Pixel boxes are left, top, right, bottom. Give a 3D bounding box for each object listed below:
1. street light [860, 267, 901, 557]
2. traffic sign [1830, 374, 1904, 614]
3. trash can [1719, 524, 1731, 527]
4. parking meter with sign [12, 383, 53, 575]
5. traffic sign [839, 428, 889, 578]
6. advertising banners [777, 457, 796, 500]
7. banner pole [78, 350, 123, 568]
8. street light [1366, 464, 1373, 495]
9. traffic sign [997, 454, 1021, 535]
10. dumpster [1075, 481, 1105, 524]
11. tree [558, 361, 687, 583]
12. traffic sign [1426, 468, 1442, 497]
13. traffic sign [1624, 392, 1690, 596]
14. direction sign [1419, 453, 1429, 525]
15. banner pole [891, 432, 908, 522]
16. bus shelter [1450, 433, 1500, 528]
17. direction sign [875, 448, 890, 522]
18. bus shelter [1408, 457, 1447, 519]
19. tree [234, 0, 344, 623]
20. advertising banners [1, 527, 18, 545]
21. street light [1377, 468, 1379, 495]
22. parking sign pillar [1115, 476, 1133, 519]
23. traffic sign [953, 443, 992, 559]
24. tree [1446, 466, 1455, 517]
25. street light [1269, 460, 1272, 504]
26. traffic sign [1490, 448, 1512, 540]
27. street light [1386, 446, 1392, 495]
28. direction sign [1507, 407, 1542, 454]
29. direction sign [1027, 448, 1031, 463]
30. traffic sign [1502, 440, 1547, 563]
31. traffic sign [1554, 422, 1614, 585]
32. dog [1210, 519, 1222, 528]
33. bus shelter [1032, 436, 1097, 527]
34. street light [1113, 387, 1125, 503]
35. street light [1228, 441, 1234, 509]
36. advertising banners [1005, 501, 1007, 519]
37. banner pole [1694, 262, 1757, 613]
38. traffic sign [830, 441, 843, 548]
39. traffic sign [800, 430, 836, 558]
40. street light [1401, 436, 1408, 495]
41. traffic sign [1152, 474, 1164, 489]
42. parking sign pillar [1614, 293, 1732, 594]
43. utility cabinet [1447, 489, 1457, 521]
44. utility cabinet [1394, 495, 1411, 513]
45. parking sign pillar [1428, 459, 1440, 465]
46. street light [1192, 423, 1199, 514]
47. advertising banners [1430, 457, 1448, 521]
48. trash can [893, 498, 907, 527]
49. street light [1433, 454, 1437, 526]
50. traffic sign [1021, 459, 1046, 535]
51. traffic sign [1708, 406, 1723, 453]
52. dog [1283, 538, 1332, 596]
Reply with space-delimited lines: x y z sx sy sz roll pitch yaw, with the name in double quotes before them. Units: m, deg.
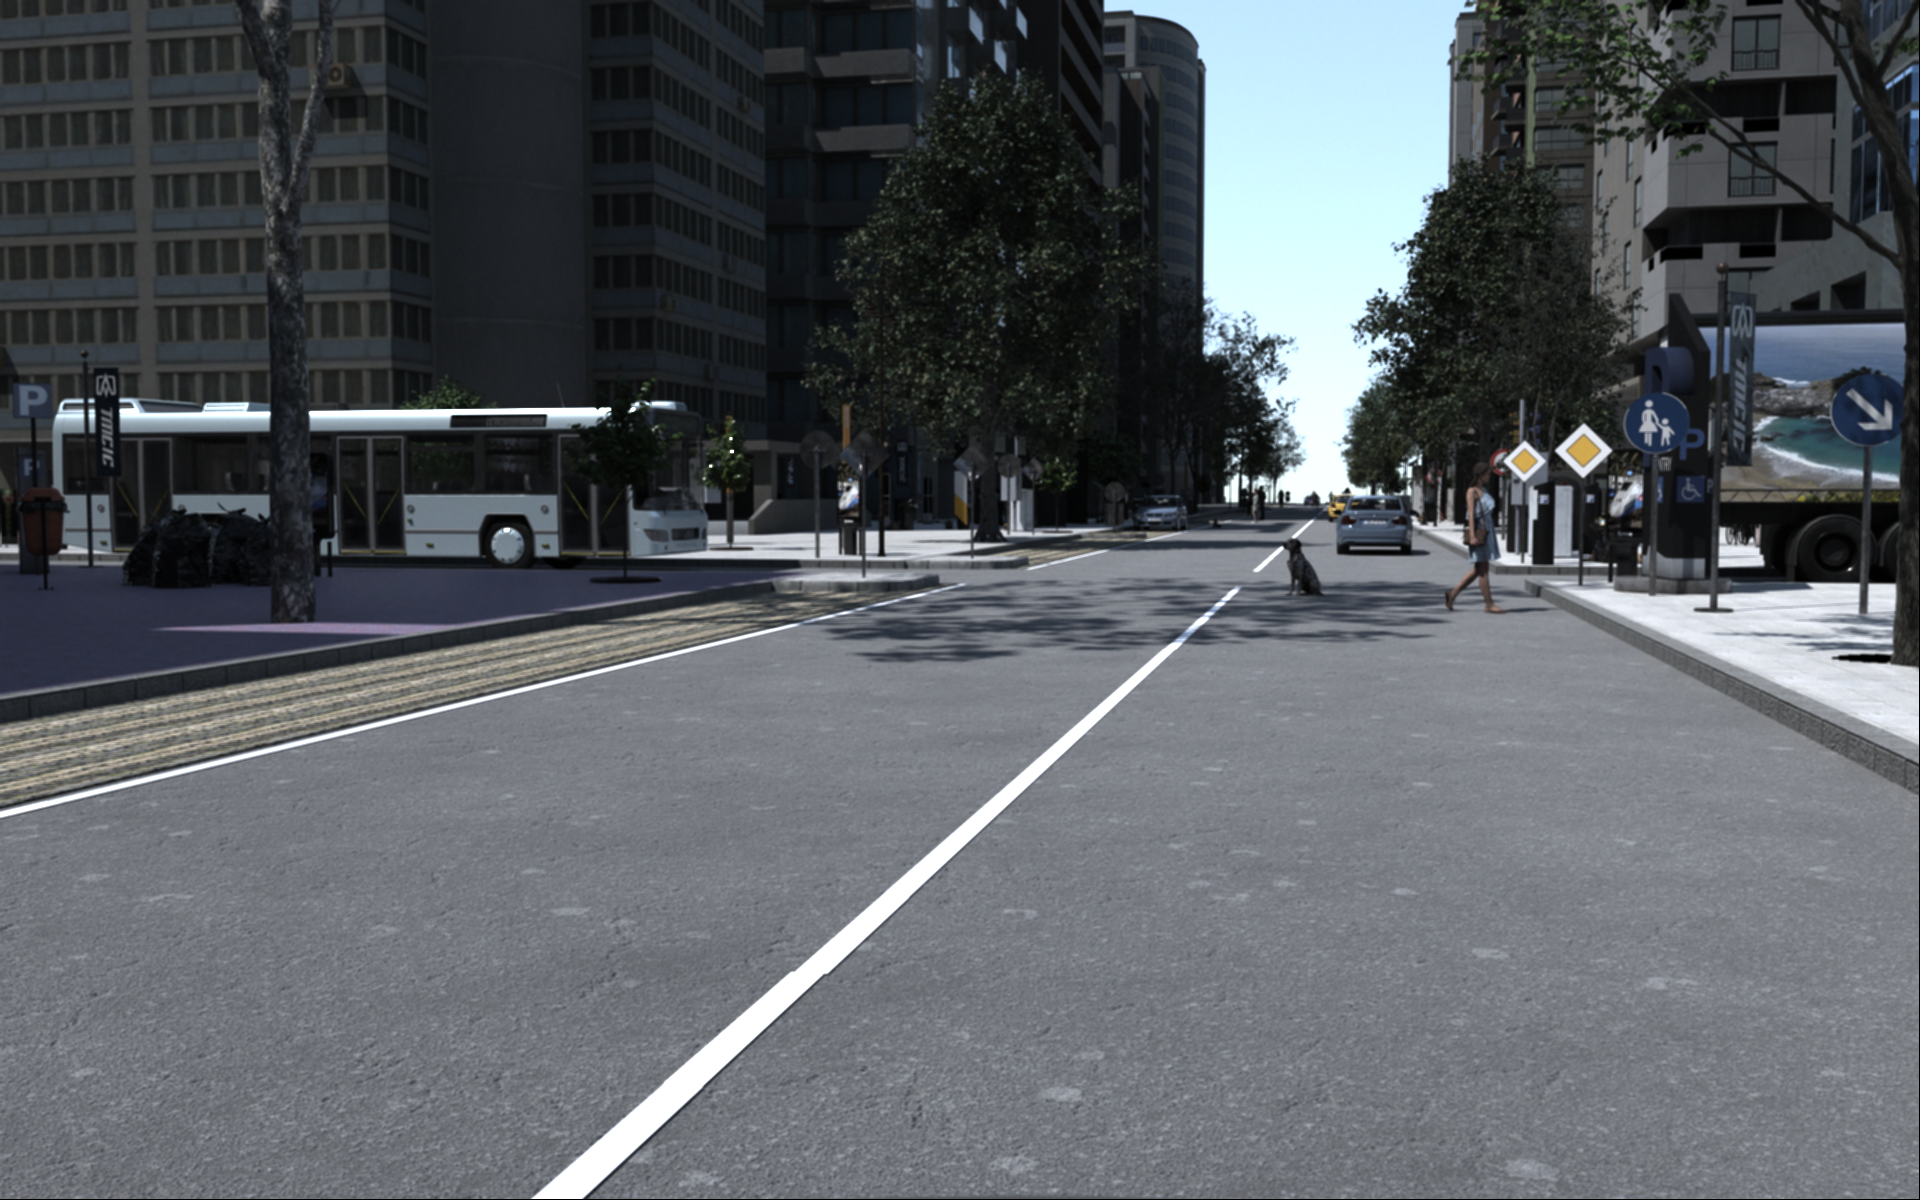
"street light" -1.607 -3.828 35.380 0.468 5.910 1.993 1 4 12
"traffic sign" 9.654 -1.121 18.434 0.768 2.556 0.104 1 4 21
"trash can" 29.613 -3.379 66.903 0.748 1.137 0.748 0 3 0
"parking meter with sign" -15.005 -1.943 28.022 0.543 3.016 1.738 -2 4 -30
"traffic sign" -1.473 -1.401 26.550 0.795 2.450 0.064 1 4 12
"advertising banners" -8.320 -5.032 78.454 2.074 3.025 0.090 -2 4 -35
"banner pole" -15.022 -2.461 30.249 0.863 3.779 0.401 0 4 8
"street light" 53.247 -15.381 224.260 0.468 5.910 1.993 1 4 12
"traffic sign" 1.529 -3.326 54.493 0.768 2.556 0.104 1 4 17
"dumpster" 5.630 -4.279 75.712 1.264 1.857 1.865 1 4 12
"tree" -4.962 -1.885 25.417 1.663 3.219 1.824 0 3 0
"traffic sign" 22.672 -5.065 82.917 0.768 2.556 0.104 1 4 16
"traffic sign" 8.732 -1.325 21.768 0.768 2.556 0.104 1 4 20
"direction sign" 19.281 -4.884 71.854 0.379 3.537 0.876 2 4 26
"banner pole" -2.470 -4.858 69.446 0.863 3.779 0.401 0 4 -4
"bus shelter" 20.375 -4.740 68.775 1.731 3.624 6.357 1 4 13
"direction sign" -3.584 -5.369 79.773 0.876 3.537 0.379 -3 5 -43
"bus shelter" 24.693 -5.950 91.211 2.014 3.302 5.546 1 4 12
"tree" -7.891 -9.787 15.908 12.611 20.169 13.585 0 3 0
"advertising banners" -24.839 -2.919 43.912 2.074 3.025 0.090 0 4 2
"street light" 43.398 -12.661 179.789 0.468 5.910 1.993 1 4 12
"parking sign pillar" 8.501 -6.214 90.064 1.447 3.967 1.447 2 4 29
"traffic sign" 0.246 -1.878 34.348 0.795 2.450 0.064 1 4 12
"tree" 26.805 -6.251 96.807 1.663 3.219 1.824 0 3 0
"street light" 40.737 -15.567 227.304 0.468 5.910 1.993 1 4 12
"traffic sign" 15.155 -2.945 48.257 0.768 2.556 0.104 1 4 17
"street light" 35.505 -10.433 143.373 0.468 5.910 1.993 1 4 12
"direction sign" 14.712 -3.255 45.217 0.876 3.537 0.379 3 4 37
"direction sign" 3.332 -5.068 74.864 0.876 3.537 0.379 1 4 15
"traffic sign" 10.442 -1.740 32.089 0.795 2.450 0.064 1 4 12
"traffic sign" 8.723 -1.263 24.290 0.795 2.450 0.064 1 4 12
"dog" 10.766 -3.230 73.000 0.550 0.427 0.748 1 4 19
"bus shelter" 4.262 -4.828 70.224 1.731 3.624 6.357 1 4 12
"street light" 6.539 -6.068 71.994 0.468 5.910 1.993 1 4 12
"street light" 22.913 -10.639 146.737 0.468 5.910 1.993 1 4 12
"advertising banners" 2.702 -5.669 88.873 0.090 3.025 2.074 -1 4 -19
"banner pole" 8.428 -1.769 18.936 0.863 3.779 0.401 -2 4 -33
"traffic sign" -2.786 -2.528 41.438 0.768 2.556 0.104 1 4 17
"traffic sign" -2.860 -2.116 34.706 0.768 2.556 0.104 1 4 15
"street light" 27.460 -8.208 106.990 0.468 5.910 1.993 1 4 12
"traffic sign" 12.372 -6.610 108.180 0.768 2.556 0.104 1 4 19
"parking sign pillar" 9.389 -2.095 22.719 1.447 3.967 1.447 0 4 5
"utility cabinet" 24.445 -4.647 84.658 0.318 1.500 1.173 -1 4 -21
"utility cabinet" 26.510 -5.662 103.734 1.020 1.237 0.306 -2 4 -23
"parking sign pillar" 27.874 -6.958 102.240 1.447 3.967 1.447 0 4 -5
"street light" 14.964 -8.413 110.334 0.468 5.910 1.993 1 4 12
"advertising banners" 22.794 -5.244 81.928 2.074 3.025 0.090 -3 5 -40
"trash can" -2.220 -3.348 66.386 0.748 1.137 0.748 0 3 0
"street light" 18.849 -5.855 68.517 0.468 5.910 1.993 1 4 12
"traffic sign" 2.295 -3.231 54.017 0.795 2.450 0.064 1 4 14
"traffic sign" 10.134 -1.462 24.007 0.768 2.556 0.104 1 4 20
"dog" 4.941 -0.458 24.319 0.800 0.831 0.513 1 4 11
